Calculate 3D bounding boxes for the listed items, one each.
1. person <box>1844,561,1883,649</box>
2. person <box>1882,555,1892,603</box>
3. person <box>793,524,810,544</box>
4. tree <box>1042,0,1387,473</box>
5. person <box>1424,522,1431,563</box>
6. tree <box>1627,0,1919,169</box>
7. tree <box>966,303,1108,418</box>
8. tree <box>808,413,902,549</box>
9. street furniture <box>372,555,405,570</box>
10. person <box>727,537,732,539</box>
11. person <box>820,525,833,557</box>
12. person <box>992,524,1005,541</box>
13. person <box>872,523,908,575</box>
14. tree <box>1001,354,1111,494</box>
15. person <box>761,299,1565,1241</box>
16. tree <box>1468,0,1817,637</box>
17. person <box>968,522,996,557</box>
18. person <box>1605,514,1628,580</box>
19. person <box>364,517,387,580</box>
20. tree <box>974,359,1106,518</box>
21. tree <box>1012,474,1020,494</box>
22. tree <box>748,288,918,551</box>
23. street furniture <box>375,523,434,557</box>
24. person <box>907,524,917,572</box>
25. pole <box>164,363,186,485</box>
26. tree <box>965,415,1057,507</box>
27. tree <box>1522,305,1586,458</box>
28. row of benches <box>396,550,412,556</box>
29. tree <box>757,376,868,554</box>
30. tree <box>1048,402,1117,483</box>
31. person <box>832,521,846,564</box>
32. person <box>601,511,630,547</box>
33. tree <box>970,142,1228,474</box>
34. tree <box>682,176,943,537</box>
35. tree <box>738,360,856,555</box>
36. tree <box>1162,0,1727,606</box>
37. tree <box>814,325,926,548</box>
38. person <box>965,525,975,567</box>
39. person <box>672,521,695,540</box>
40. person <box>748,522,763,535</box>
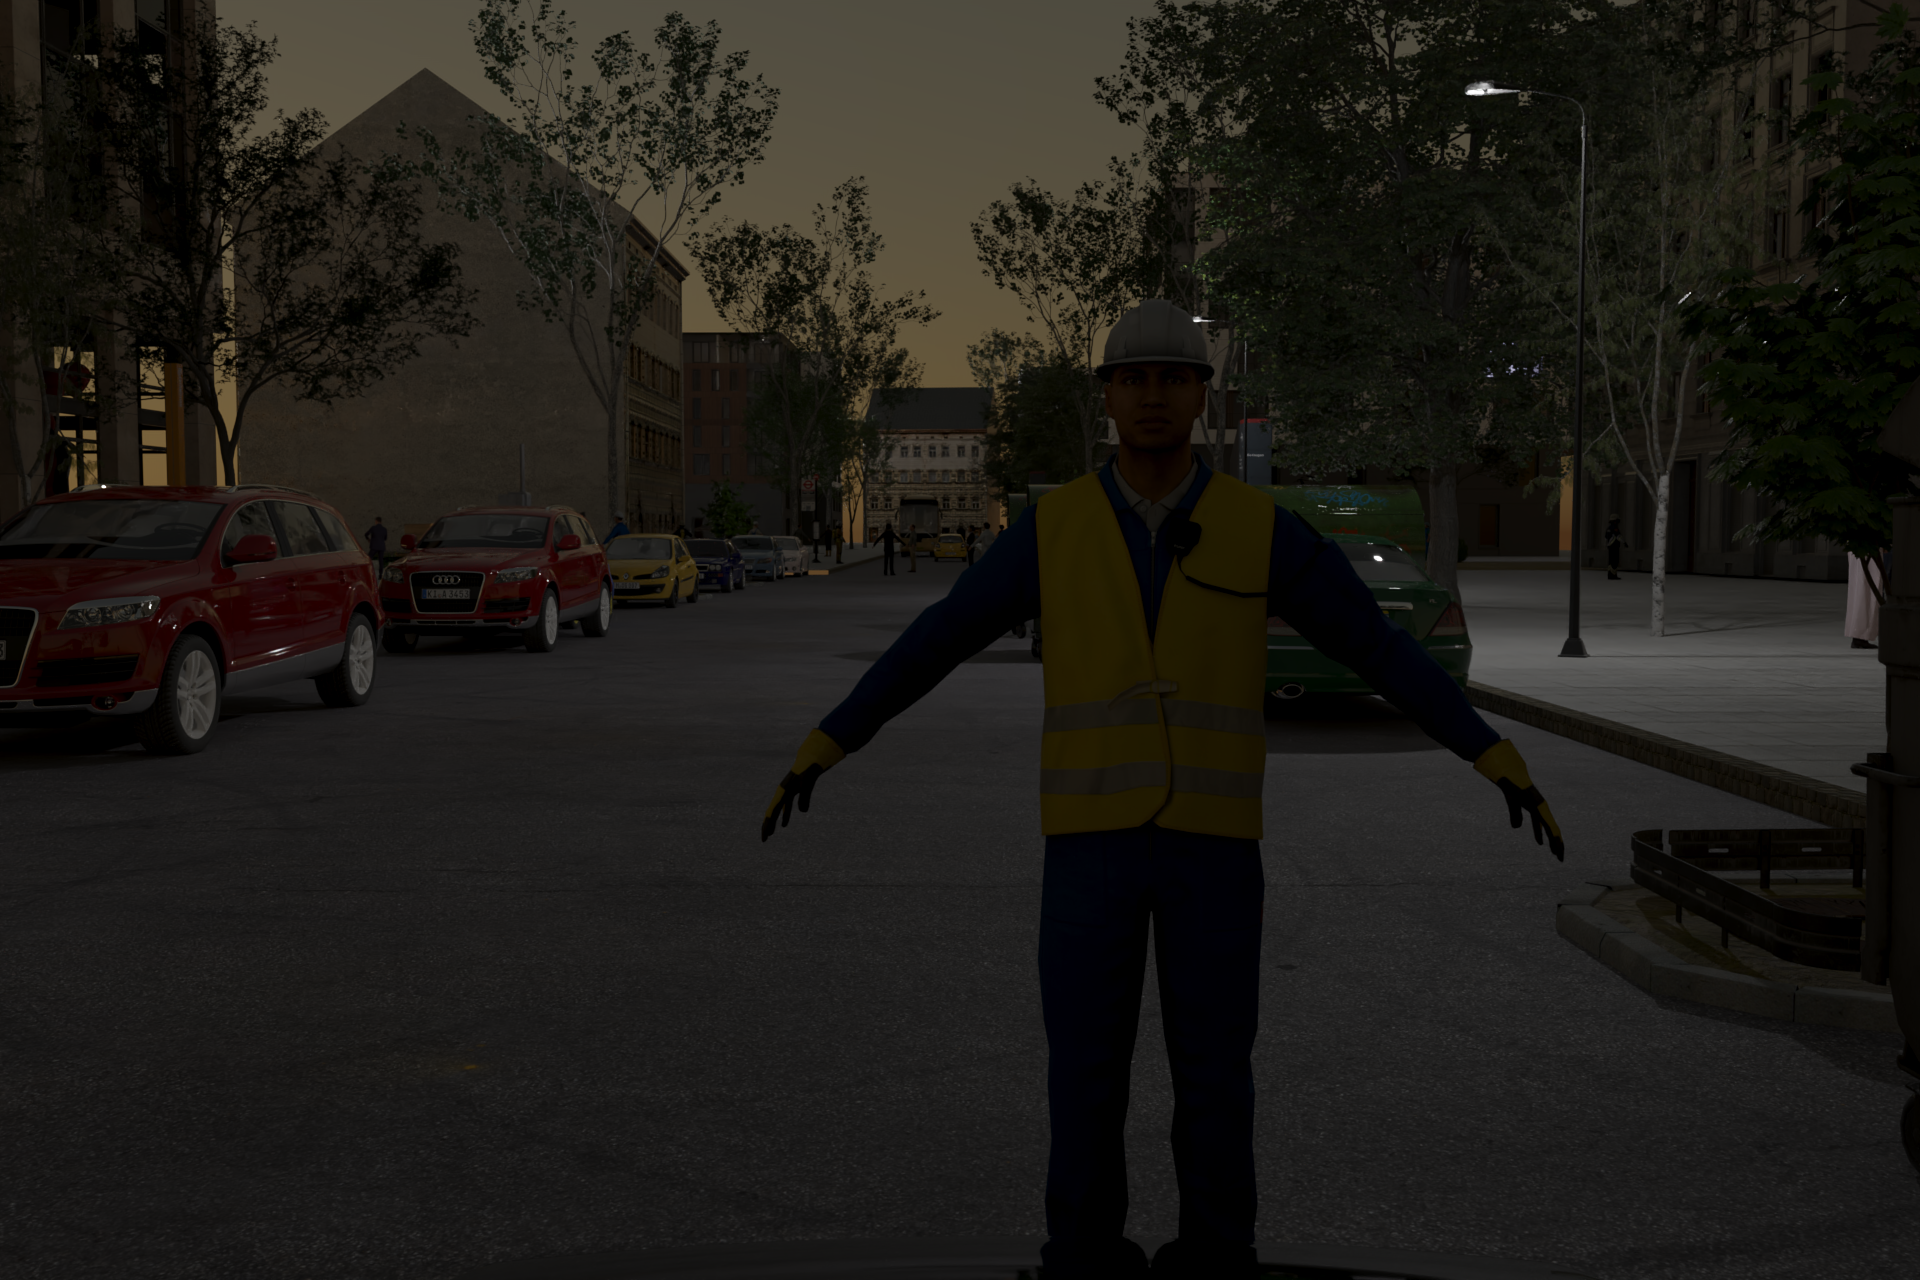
[{"bbox_3d":[10.200,-0.778,19.428,0.621,1.740,0.551,-2,4,-33],"label":"person"},{"bbox_3d":[17.209,-1.583,31.799,0.709,1.838,0.599,-3,5,-43],"label":"person"},{"bbox_3d":[-8.206,-5.049,88.822,1.348,1.796,0.705,3,5,41],"label":"person"},{"bbox_3d":[9.050,-12.513,60.479,12.611,20.169,13.585,0,3,0],"label":"tree"},{"bbox_3d":[21.019,-4.405,78.145,0.704,1.817,1.347,0,4,2],"label":"person"},{"bbox_3d":[8.846,-4.714,11.489,8.767,10.594,7.601,2,4,25],"label":"tree"},{"bbox_3d":[7.150,-17.447,141.154,12.611,20.169,13.585,0,3,0],"label":"tree"},{"bbox_3d":[-8.973,-13.408,144.982,9.928,11.665,9.643,0,3,0],"label":"tree"},{"bbox_3d":[-19.531,-2.924,63.434,10.072,0.657,5.734,-1,4,-8],"label":"street furniture"},{"bbox_3d":[-12.482,-5.370,94.016,0.704,1.802,1.346,-1,4,-9],"label":"person"},{"bbox_3d":[-7.509,-5.647,98.473,1.346,1.812,0.704,-3,5,-43],"label":"person"},{"bbox_3d":[2.322,-5.626,98.135,0.704,1.843,1.345,3,5,39],"label":"person"},{"bbox_3d":[-2.449,-3.142,60.009,1.347,1.806,0.705,1,4,20],"label":"person"},{"bbox_3d":[6.202,-11.719,109.730,7.486,12.596,7.792,0,3,0],"label":"tree"},{"bbox_3d":[0.333,0.331,3.011,1.349,1.833,0.705,0,4,8],"label":"person"},{"bbox_3d":[8.729,-4.332,21.188,4.360,8.622,3.978,0,3,0],"label":"tree"},{"bbox_3d":[0.836,-2.867,55.518,1.347,1.806,0.705,-3,5,-41],"label":"person"},{"bbox_3d":[18.391,-2.616,48.639,0.704,1.845,1.351,0,4,-1],"label":"person"},{"bbox_3d":[-16.394,-2.567,48.456,0.568,1.767,0.683,3,5,44],"label":"person"},{"bbox_3d":[5.986,-13.268,123.586,9.857,13.997,8.962,0,3,0],"label":"tree"},{"bbox_3d":[5.436,-12.558,155.681,4.360,8.622,3.978,0,3,0],"label":"tree"},{"bbox_3d":[-9.473,-16.760,129.913,12.611,20.169,13.585,0,3,0],"label":"tree"},{"bbox_3d":[-22.514,-4.193,75.403,11.010,1.723,9.812,-3,4,-37],"label":"street furniture"},{"bbox_3d":[-1.792,-3.432,64.834,0.705,1.796,1.348,-1,4,-11],"label":"person"},{"bbox_3d":[-9.407,-1.650,20.814,0.158,3.312,0.155,0,3,0],"label":"pole"},{"bbox_3d":[5.626,-15.490,163.637,12.009,13.543,11.850,0,3,0],"label":"tree"},{"bbox_3d":[25.656,-8.697,67.953,9.928,11.665,9.643,0,3,0],"label":"tree"},{"bbox_3d":[-20.078,-3.232,68.308,4.104,0.672,1.422,-1,4,-15],"label":"row of benches"},{"bbox_3d":[-9.657,-11.515,114.019,9.928,11.665,9.643,0,3,0],"label":"tree"},{"bbox_3d":[6.260,-8.942,96.556,4.360,8.622,3.978,0,3,0],"label":"tree"},{"bbox_3d":[-5.189,-4.216,74.707,0.705,1.858,1.354,-1,4,-17],"label":"person"},{"bbox_3d":[-8.438,-2.256,42.764,0.705,1.842,1.347,1,4,22],"label":"person"},{"bbox_3d":[7.584,-13.882,82.852,12.611,20.169,13.585,0,3,0],"label":"tree"},{"bbox_3d":[-7.787,-14.409,91.476,12.611,20.169,13.585,0,3,0],"label":"tree"},{"bbox_3d":[-9.822,-10.939,104.613,9.928,11.665,9.643,0,3,0],"label":"tree"},{"bbox_3d":[8.568,-7.590,30.748,9.857,13.997,8.962,0,3,0],"label":"tree"},{"bbox_3d":[-10.221,-18.523,158.746,12.611,20.169,13.585,0,3,0],"label":"tree"},{"bbox_3d":[0.301,-3.043,58.924,0.721,1.740,1.216,0,4,6],"label":"person"},{"bbox_3d":[-12.048,-4.236,75.044,1.354,1.856,0.705,-1,4,-15],"label":"person"},{"bbox_3d":[-8.934,-4.285,75.911,1.347,1.847,0.705,3,4,36],"label":"person"}]
